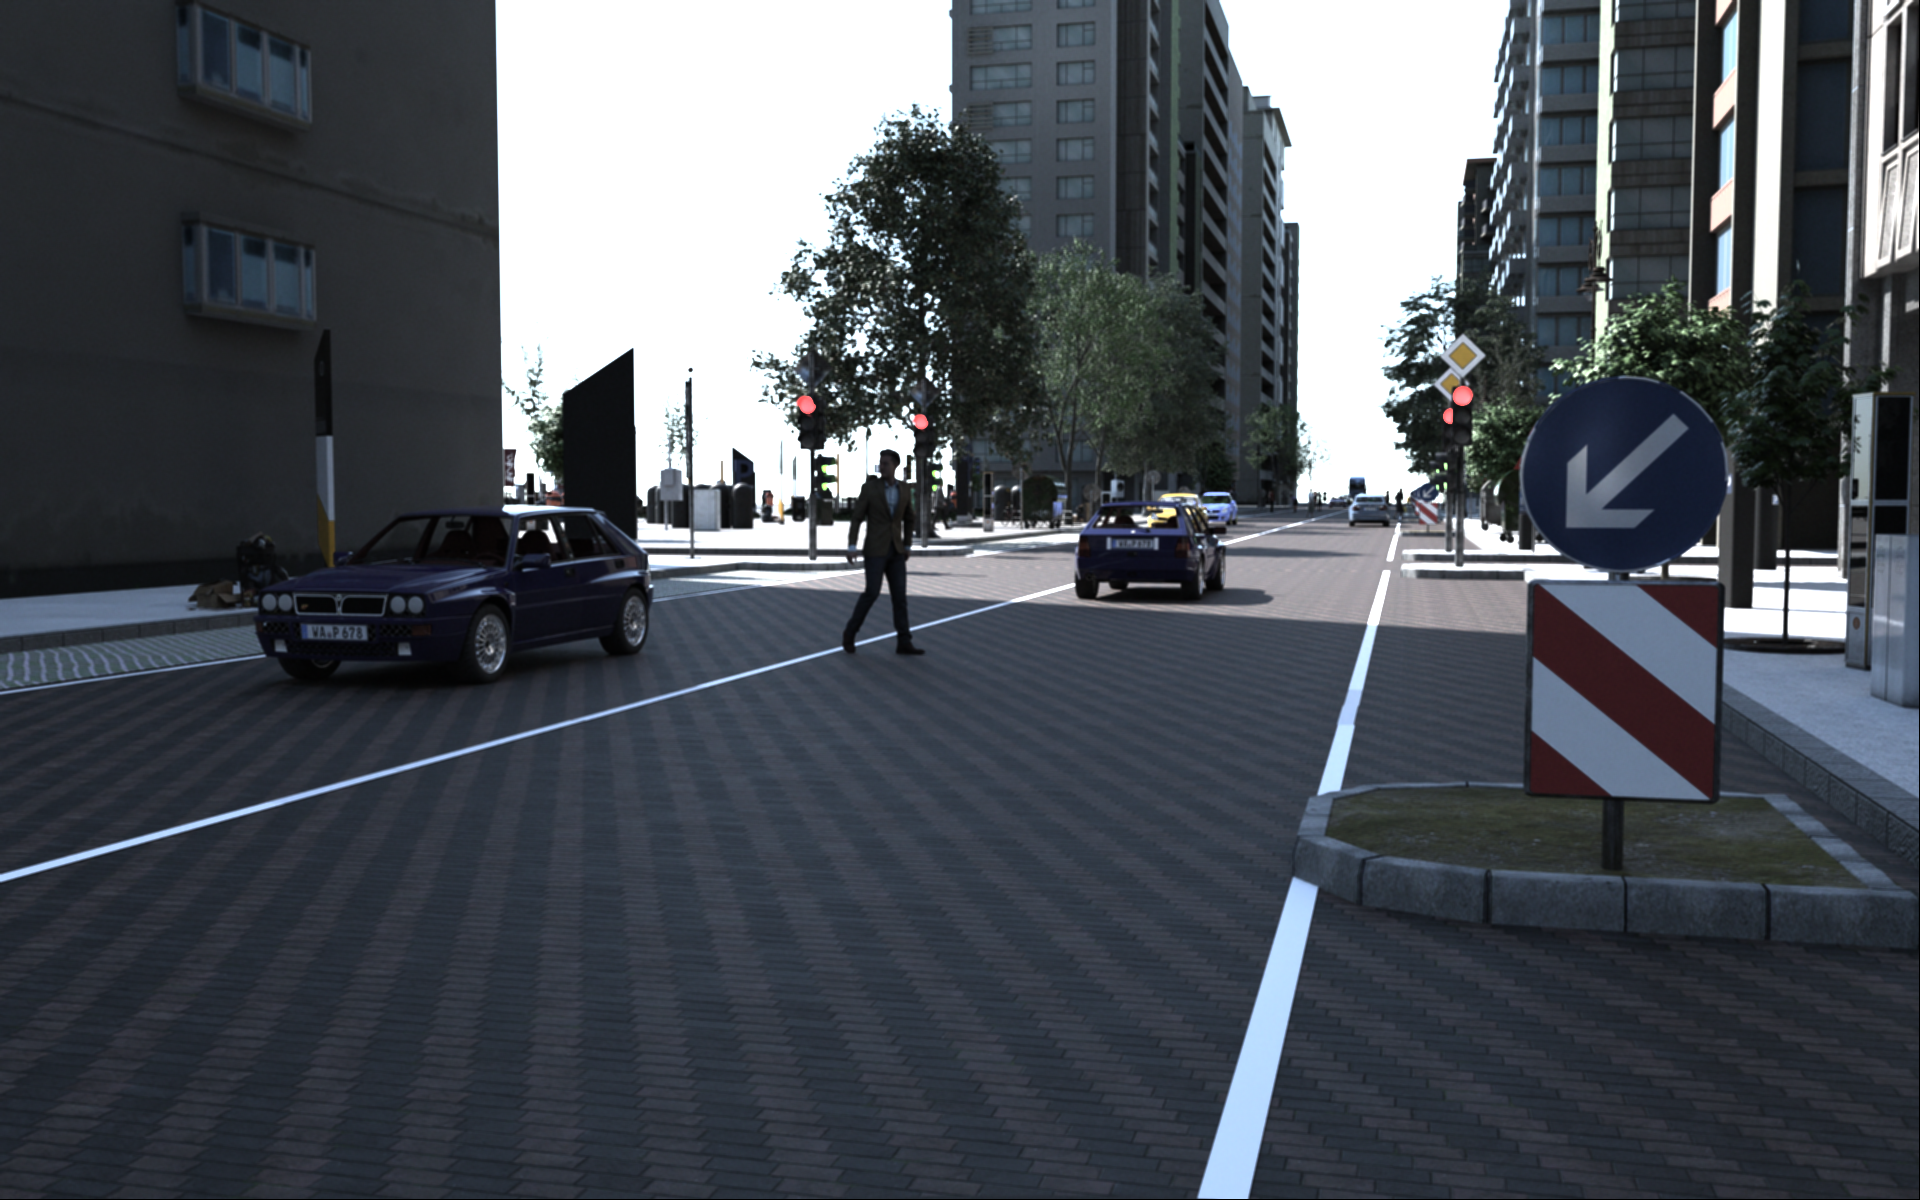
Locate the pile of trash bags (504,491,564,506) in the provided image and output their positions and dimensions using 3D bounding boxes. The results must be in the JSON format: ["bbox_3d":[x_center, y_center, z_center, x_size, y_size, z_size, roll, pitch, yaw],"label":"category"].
[{"bbox_3d":[-15.164,-3.137,61.035,3.447,1.369,1.912,3,5,40],"label":"pile of trash bags"}]

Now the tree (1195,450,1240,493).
[{"bbox_3d":[19.044,-8.841,128.262,4.285,4.588,4.351,0,3,0],"label":"tree"}]

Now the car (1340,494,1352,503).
[{"bbox_3d":[47.043,-12.322,211.694,2.015,1.641,3.980,1,4,15],"label":"car"}]

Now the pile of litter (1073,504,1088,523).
[{"bbox_3d":[5.135,-3.856,77.007,1.176,0.858,1.719,1,4,13],"label":"pile of litter"}]

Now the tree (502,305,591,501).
[{"bbox_3d":[-16.324,-7.202,68.111,4.360,8.622,3.978,0,3,0],"label":"tree"}]

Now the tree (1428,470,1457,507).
[{"bbox_3d":[17.468,-4.376,55.267,4.285,4.588,4.351,0,3,0],"label":"tree"}]

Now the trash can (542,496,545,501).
[{"bbox_3d":[-24.590,-5.621,103.552,0.748,1.137,0.748,0,3,0],"label":"trash can"}]

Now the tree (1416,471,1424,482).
[{"bbox_3d":[49.138,-13.877,177.253,4.360,8.622,3.978,0,3,0],"label":"tree"}]

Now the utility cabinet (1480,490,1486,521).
[{"bbox_3d":[24.691,-4.368,80.091,1.173,1.500,0.318,2,4,31],"label":"utility cabinet"}]

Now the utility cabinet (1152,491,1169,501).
[{"bbox_3d":[12.682,-6.192,109.914,1.173,1.500,0.318,1,4,9],"label":"utility cabinet"}]

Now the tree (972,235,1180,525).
[{"bbox_3d":[4.332,-8.895,71.195,9.928,11.665,9.643,0,3,0],"label":"tree"}]

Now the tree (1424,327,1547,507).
[{"bbox_3d":[23.644,-7.696,76.192,4.360,8.622,3.978,0,3,0],"label":"tree"}]

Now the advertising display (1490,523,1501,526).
[{"bbox_3d":[21.520,-3.886,68.752,0.974,1.923,0.123,0,4,5],"label":"advertising display"}]

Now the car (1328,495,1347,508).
[{"bbox_3d":[39.271,-10.236,179.930,1.945,1.354,3.894,1,4,14],"label":"car"}]

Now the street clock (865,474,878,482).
[{"bbox_3d":[-3.170,-3.533,62.338,0.471,2.002,0.358,-3,5,-42],"label":"street clock"}]

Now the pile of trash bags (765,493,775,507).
[{"bbox_3d":[-14.127,-6.489,115.843,3.447,1.369,1.912,0,4,-6],"label":"pile of trash bags"}]

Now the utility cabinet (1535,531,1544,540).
[{"bbox_3d":[16.139,-2.254,48.022,1.020,1.237,0.306,0,4,-6],"label":"utility cabinet"}]

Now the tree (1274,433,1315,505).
[{"bbox_3d":[40.207,-15.748,207.834,4.360,8.622,3.978,0,3,0],"label":"tree"}]

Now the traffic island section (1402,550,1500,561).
[{"bbox_3d":[10.795,-0.973,38.193,2.009,0.180,2.903,1,4,14],"label":"traffic island section"}]

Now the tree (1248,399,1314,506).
[{"bbox_3d":[34.786,-16.128,189.444,9.928,11.665,9.643,0,3,0],"label":"tree"}]

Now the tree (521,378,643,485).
[{"bbox_3d":[-10.675,-3.998,49.087,4.285,4.588,4.351,0,3,0],"label":"tree"}]

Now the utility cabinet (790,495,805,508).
[{"bbox_3d":[-11.153,-6.600,119.077,1.020,1.237,0.306,1,4,12],"label":"utility cabinet"}]

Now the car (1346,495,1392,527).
[{"bbox_3d":[18.313,-4.007,77.522,2.014,1.417,4.499,1,4,13],"label":"car"}]

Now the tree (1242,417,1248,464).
[{"bbox_3d":[6.553,-9.448,80.231,9.928,11.665,9.643,0,3,0],"label":"tree"}]

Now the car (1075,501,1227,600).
[{"bbox_3d":[2.795,-0.754,24.905,1.945,1.354,3.894,1,4,15],"label":"car"}]

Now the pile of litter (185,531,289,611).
[{"bbox_3d":[-8.326,-0.360,19.851,1.176,0.858,1.719,1,4,13],"label":"pile of litter"}]

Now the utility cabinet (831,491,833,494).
[{"bbox_3d":[-9.242,-6.675,117.811,1.173,1.500,0.318,1,4,22],"label":"utility cabinet"}]

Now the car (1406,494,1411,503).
[{"bbox_3d":[65.384,-14.674,250.143,2.015,1.641,3.980,1,4,15],"label":"car"}]

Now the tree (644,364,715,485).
[{"bbox_3d":[-16.119,-9.069,98.644,4.360,8.622,3.978,0,3,0],"label":"tree"}]

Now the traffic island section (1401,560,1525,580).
[{"bbox_3d":[8.800,-0.500,30.461,2.009,0.180,2.903,1,4,14],"label":"traffic island section"}]

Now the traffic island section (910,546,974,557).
[{"bbox_3d":[-0.865,-1.157,41.196,2.009,0.180,2.903,1,4,14],"label":"traffic island section"}]

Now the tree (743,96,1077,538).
[{"bbox_3d":[-1.174,-8.157,50.373,9.611,12.733,9.660,0,3,0],"label":"tree"}]

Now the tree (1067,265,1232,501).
[{"bbox_3d":[10.712,-11.718,98.240,9.857,13.997,8.962,0,3,0],"label":"tree"}]

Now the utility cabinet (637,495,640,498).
[{"bbox_3d":[-21.135,-6.241,113.195,0.306,1.237,1.020,0,4,0],"label":"utility cabinet"}]

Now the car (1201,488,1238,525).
[{"bbox_3d":[11.921,-4.347,80.661,1.945,1.707,3.694,1,4,15],"label":"car"}]

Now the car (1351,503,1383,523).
[{"bbox_3d":[20.436,-4.526,86.577,1.945,1.354,3.894,1,4,13],"label":"car"}]

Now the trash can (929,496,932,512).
[{"bbox_3d":[-1.562,-5.845,107.225,0.748,1.137,0.748,0,3,0],"label":"trash can"}]

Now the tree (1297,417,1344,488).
[{"bbox_3d":[54.534,-21.920,268.761,12.009,13.543,11.850,0,3,0],"label":"tree"}]

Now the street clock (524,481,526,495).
[{"bbox_3d":[-24.494,-5.726,98.189,0.471,2.002,0.358,3,5,42],"label":"street clock"}]

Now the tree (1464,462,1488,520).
[{"bbox_3d":[25.486,-5.531,85.032,1.663,3.219,1.824,0,3,0],"label":"tree"}]

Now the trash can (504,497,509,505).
[{"bbox_3d":[-21.414,-4.250,81.135,0.748,1.137,0.748,0,3,0],"label":"trash can"}]

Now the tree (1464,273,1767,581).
[{"bbox_3d":[10.561,-2.565,25.656,4.285,4.588,4.351,0,3,0],"label":"tree"}]

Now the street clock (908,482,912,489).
[{"bbox_3d":[-2.909,-6.018,102.958,0.471,2.002,0.358,-3,5,-40],"label":"street clock"}]

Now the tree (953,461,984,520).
[{"bbox_3d":[0.438,-5.612,86.364,1.663,3.219,1.824,0,3,0],"label":"tree"}]

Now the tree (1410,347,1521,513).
[{"bbox_3d":[34.106,-11.747,117.819,9.928,11.665,9.643,0,3,0],"label":"tree"}]

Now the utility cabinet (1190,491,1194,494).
[{"bbox_3d":[14.983,-6.375,112.904,0.318,1.500,1.173,1,4,19],"label":"utility cabinet"}]

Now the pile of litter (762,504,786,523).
[{"bbox_3d":[-8.447,-3.932,78.247,1.176,0.858,1.719,1,4,9],"label":"pile of litter"}]

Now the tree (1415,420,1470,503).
[{"bbox_3d":[36.672,-10.913,128.796,4.737,8.622,4.395,0,3,0],"label":"tree"}]

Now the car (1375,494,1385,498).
[{"bbox_3d":[54.147,-13.146,223.730,1.959,1.807,4.718,1,4,13],"label":"car"}]

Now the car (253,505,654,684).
[{"bbox_3d":[-4.058,-0.114,14.451,1.945,1.354,3.894,1,4,15],"label":"car"}]

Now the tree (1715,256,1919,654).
[{"bbox_3d":[6.738,-1.199,14.201,1.663,3.219,1.824,0,3,0],"label":"tree"}]

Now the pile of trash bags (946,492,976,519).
[{"bbox_3d":[-0.218,-4.887,89.656,1.912,1.369,3.447,0,4,-5],"label":"pile of trash bags"}]

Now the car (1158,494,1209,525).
[{"bbox_3d":[7.326,-2.922,57.998,2.015,1.641,3.980,1,4,13],"label":"car"}]

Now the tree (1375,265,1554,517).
[{"bbox_3d":[27.796,-11.580,95.996,9.857,13.997,8.962,0,3,0],"label":"tree"}]

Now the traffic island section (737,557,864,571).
[{"bbox_3d":[-2.860,-0.684,33.463,2.009,0.180,2.903,1,4,14],"label":"traffic island section"}]

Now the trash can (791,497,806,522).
[{"bbox_3d":[-7.519,-4.224,80.722,0.748,1.137,0.748,0,3,0],"label":"trash can"}]

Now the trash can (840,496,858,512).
[{"bbox_3d":[-6.512,-5.347,99.073,0.748,1.137,0.748,0,3,0],"label":"trash can"}]

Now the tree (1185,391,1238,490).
[{"bbox_3d":[17.220,-10.459,121.365,4.737,8.622,4.395,0,3,0],"label":"tree"}]
